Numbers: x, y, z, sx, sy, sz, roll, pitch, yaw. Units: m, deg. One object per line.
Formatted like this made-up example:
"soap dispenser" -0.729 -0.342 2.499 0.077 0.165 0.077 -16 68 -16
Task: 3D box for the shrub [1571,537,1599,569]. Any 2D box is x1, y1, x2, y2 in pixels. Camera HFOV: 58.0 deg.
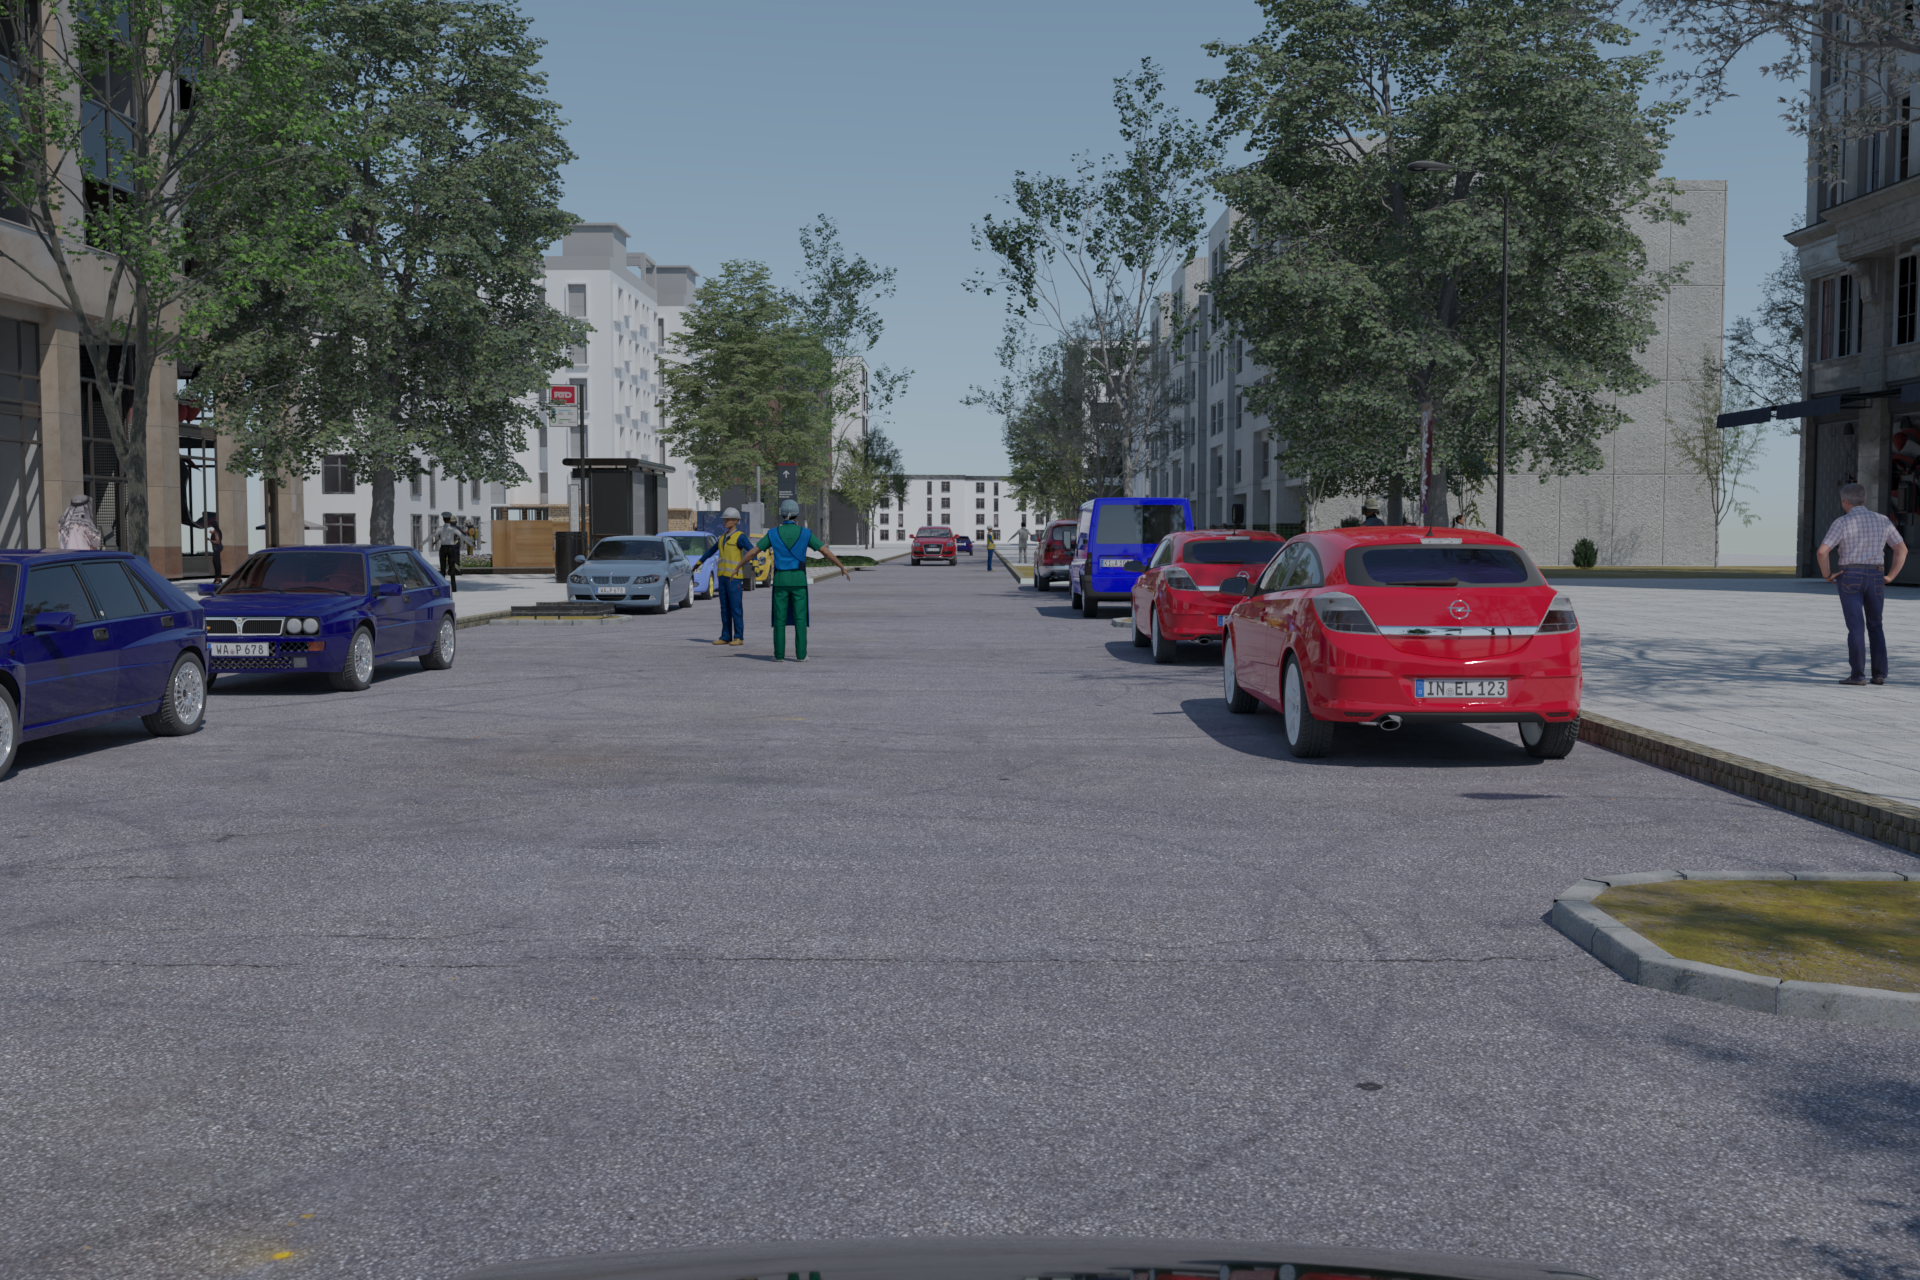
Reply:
"shrub" 22.856 -3.195 63.358 1.383 1.207 1.383 0 3 0

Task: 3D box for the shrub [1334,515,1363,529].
"shrub" 14.296 -3.594 63.176 1.690 2.028 1.600 0 3 0

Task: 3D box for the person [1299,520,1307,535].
"person" 13.127 -3.666 66.082 0.704 1.812 1.346 0 4 6

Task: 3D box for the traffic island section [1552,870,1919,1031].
"traffic island section" 3.157 1.034 5.953 1.991 0.108 1.994 0 4 1

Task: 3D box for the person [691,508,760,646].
"person" -3.010 -0.819 22.320 1.216 1.772 0.721 3 4 39

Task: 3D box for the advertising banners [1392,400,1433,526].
"advertising banners" 6.170 -1.686 23.749 0.090 3.025 2.074 0 4 0

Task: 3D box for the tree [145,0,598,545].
"tree" -12.420 -7.982 37.165 9.857 13.997 8.962 0 3 0

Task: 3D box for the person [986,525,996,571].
"person" 1.234 -3.518 66.443 0.721 1.772 1.216 0 4 -6

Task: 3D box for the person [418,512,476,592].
"person" -11.297 -1.938 38.148 1.216 1.778 0.721 -1 4 -18

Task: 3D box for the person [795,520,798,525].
"person" -5.053 -2.874 53.792 0.721 1.733 1.217 -2 4 -30

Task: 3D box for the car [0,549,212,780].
"car" -6.351 0.094 11.042 1.945 1.354 3.894 0 4 1

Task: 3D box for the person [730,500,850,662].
"person" -1.906 -0.663 19.422 1.347 1.817 0.704 0 4 -5

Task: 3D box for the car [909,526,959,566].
"car" -1.162 -4.318 79.277 2.281 1.827 5.304 0 4 1

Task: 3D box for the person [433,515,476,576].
"person" -15.539 -2.898 53.162 1.354 1.856 0.705 0 4 3

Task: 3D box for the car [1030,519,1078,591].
"car" 2.968 -2.211 44.823 2.281 1.827 5.304 0 4 1

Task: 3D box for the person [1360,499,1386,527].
"person" 6.550 -1.339 27.766 1.351 1.845 0.704 -3 5 -43

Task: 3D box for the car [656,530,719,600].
"car" -6.210 -1.786 38.786 1.945 1.707 3.694 0 4 1

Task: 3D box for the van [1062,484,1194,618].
"van" 3.050 -1.648 31.323 2.240 2.365 5.245 0 4 -1

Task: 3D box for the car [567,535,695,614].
"car" -6.091 -1.250 32.442 2.014 1.417 4.499 0 4 0

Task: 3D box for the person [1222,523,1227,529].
"person" 12.577 -4.661 82.338 1.348 1.813 0.705 -3 4 -36

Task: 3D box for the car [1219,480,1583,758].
"car" 3.026 -0.216 12.572 2.155 1.783 4.494 0 4 0

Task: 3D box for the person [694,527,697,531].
"person" -7.667 -2.769 51.200 1.347 1.837 0.705 3 4 36

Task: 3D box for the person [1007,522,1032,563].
"person" 2.744 -4.268 75.966 1.347 1.806 0.705 -1 4 -19

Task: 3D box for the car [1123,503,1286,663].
"car" 3.063 -0.711 20.663 2.155 1.783 4.494 0 4 1

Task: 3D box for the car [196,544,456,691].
"car" -6.281 -0.271 17.017 1.945 1.354 3.894 0 4 1

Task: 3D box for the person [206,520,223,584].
"person" -19.035 -2.243 44.188 0.593 1.643 0.415 2 4 33

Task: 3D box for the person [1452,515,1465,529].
"person" 11.826 -2.072 40.708 0.721 1.735 1.217 1 4 12

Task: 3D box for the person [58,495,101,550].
"person" -10.327 -0.833 20.330 0.551 1.740 0.621 1 4 11

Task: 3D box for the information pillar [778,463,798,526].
"information pillar" -6.301 -4.527 63.389 0.750 3.857 0.750 0 4 2

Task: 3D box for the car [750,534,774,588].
"car" -5.895 -2.277 47.455 2.015 1.641 3.980 0 4 0

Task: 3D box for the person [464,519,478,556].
"person" -18.901 -3.726 66.694 0.705 1.858 1.354 -2 4 -24

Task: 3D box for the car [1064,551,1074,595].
"car" 3.418 -1.827 39.653 2.009 1.686 4.222 0 4 1

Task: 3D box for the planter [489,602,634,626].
"planter" -6.369 -0.423 28.064 1.991 0.319 1.994 0 4 1

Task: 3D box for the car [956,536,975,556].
"car" 0.018 -6.311 115.768 1.945 1.354 3.894 0 4 0

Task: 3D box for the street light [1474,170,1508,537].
"street light" 7.341 -3.007 21.706 1.470 5.913 1.316 0 4 1

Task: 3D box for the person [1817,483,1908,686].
"person" 7.620 -0.474 14.725 0.756 1.711 0.436 0 4 7

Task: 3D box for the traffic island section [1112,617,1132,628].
"traffic island section" 3.394 -0.260 27.117 1.991 0.108 1.994 0 4 1

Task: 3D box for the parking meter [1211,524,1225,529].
"parking meter" 6.700 -2.235 44.952 0.372 1.533 0.369 0 3 0

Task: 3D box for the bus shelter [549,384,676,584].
"bus shelter" -9.882 -4.370 49.085 2.179 5.291 8.768 0 4 0
